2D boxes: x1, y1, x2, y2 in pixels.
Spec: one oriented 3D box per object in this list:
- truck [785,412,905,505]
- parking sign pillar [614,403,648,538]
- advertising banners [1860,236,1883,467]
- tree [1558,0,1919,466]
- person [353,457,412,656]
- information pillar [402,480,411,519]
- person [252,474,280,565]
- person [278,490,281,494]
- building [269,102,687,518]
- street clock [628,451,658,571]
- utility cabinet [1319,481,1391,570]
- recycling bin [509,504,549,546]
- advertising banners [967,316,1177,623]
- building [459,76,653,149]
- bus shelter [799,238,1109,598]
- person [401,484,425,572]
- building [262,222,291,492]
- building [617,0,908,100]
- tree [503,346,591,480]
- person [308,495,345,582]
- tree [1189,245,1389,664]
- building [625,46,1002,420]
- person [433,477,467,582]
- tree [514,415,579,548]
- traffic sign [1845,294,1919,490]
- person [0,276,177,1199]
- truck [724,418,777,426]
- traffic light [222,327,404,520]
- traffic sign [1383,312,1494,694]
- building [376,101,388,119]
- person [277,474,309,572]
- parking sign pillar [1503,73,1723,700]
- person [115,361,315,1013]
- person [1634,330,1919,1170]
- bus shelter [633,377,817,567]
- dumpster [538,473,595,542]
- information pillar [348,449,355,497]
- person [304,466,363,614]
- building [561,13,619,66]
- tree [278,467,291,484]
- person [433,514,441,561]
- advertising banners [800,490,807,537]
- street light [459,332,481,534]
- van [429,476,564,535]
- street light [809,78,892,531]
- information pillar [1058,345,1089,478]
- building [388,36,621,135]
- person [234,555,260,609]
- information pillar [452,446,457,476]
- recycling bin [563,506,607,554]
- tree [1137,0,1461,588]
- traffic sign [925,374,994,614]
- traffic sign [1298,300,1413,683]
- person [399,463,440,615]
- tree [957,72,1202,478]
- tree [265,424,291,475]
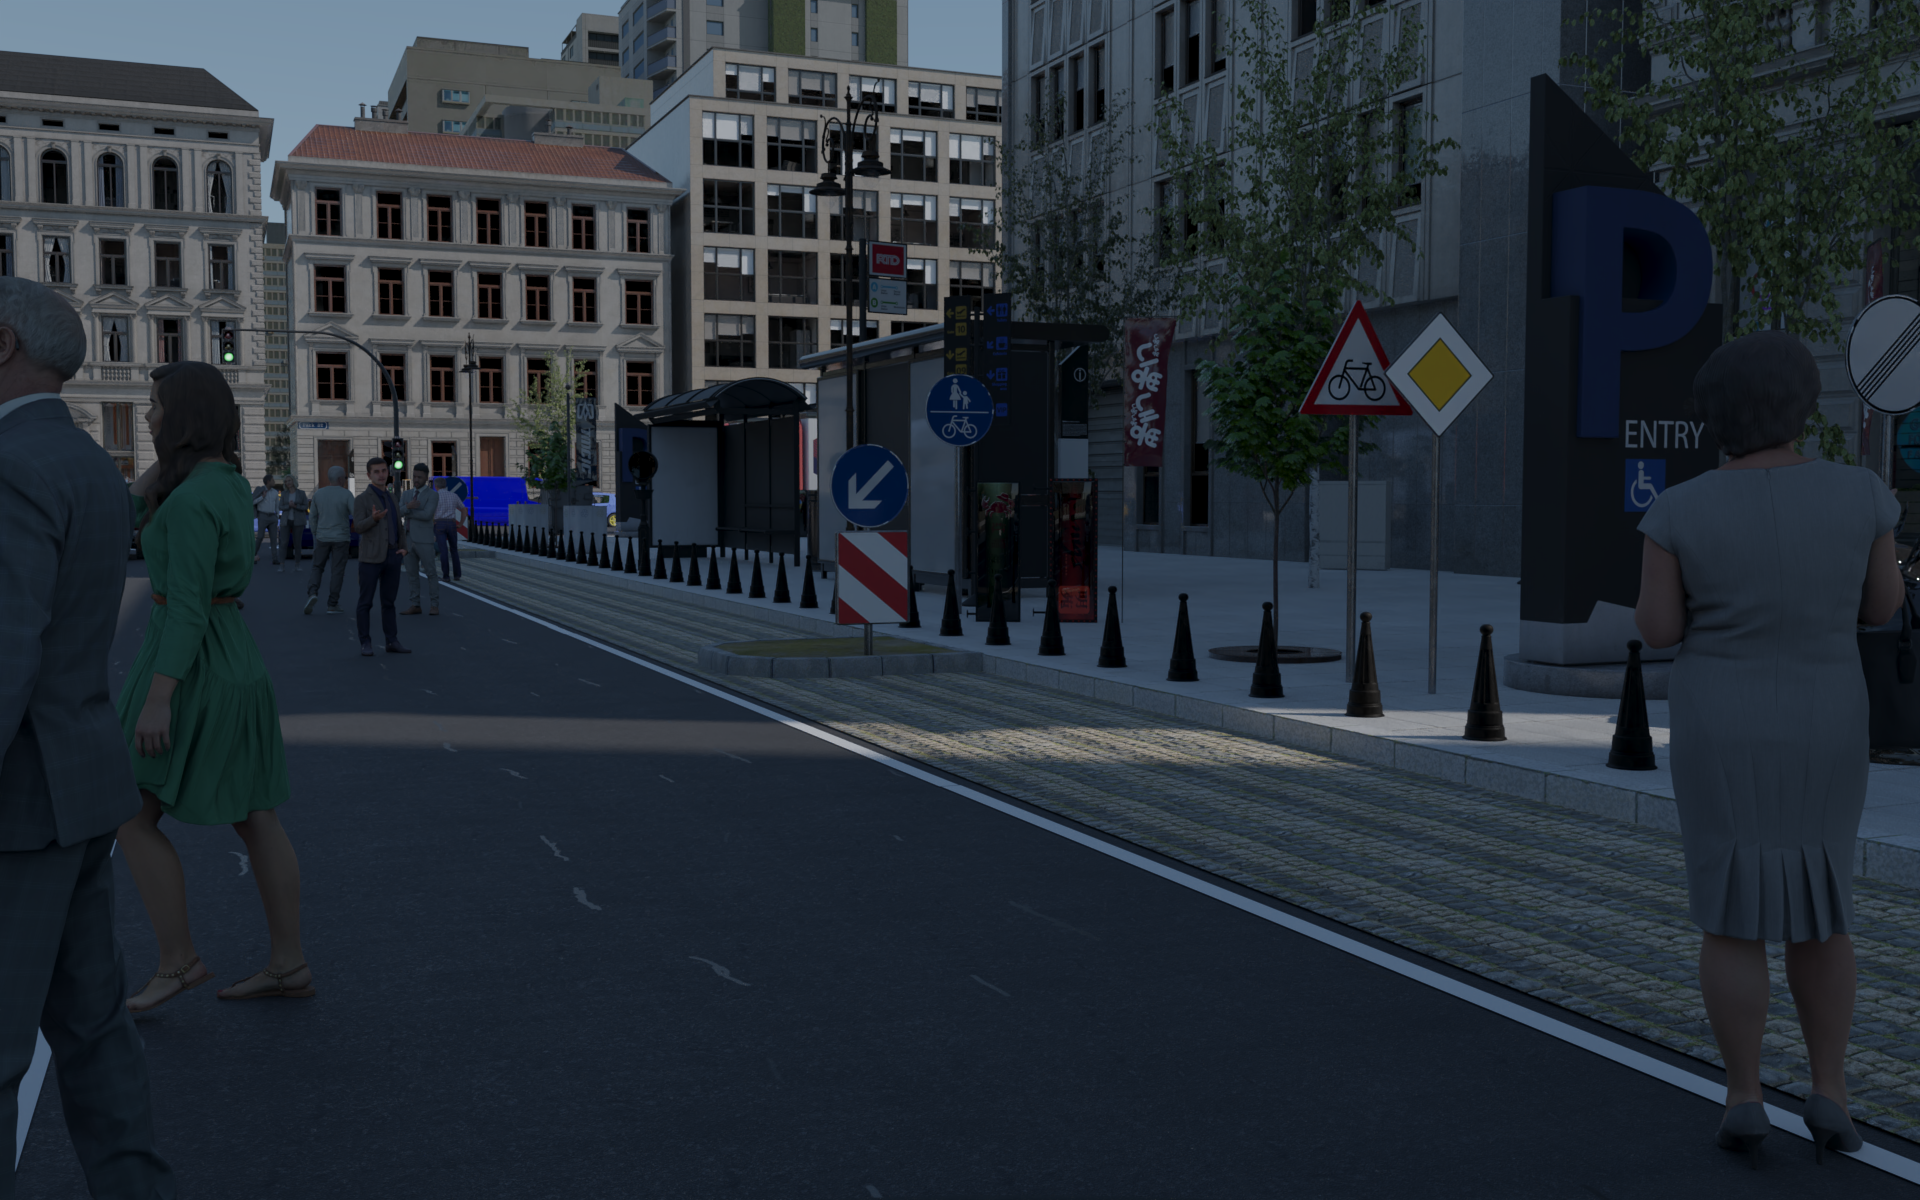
[{"bbox_3d":[-3.625,-4.412,61.054,11.283,4.237,2.839,-2,4,-24],"label":"truck"},{"bbox_3d":[-9.543,-3.847,51.376,1.447,3.967,1.447,-2,4,-31],"label":"parking sign pillar"},{"bbox_3d":[6.573,-1.017,12.818,0.090,3.025,2.074,1,4,19],"label":"advertising banners"},{"bbox_3d":[8.199,-4.116,17.659,4.737,8.622,4.395,0,3,0],"label":"tree"},{"bbox_3d":[-5.073,-0.389,15.389,0.750,1.759,0.617,3,5,43],"label":"person"},{"bbox_3d":[-27.980,-5.084,87.617,0.304,2.012,0.304,3,5,41],"label":"information pillar"},{"bbox_3d":[-14.165,-1.632,35.284,0.850,1.850,0.679,2,4,34],"label":"person"},{"bbox_3d":[-54.703,-7.951,139.207,1.217,1.735,0.721,0,4,-5],"label":"person"},{"bbox_3d":[-27.088,-15.968,97.240,21.152,22.565,11.583,-1,4,-23],"label":"building"},{"bbox_3d":[-5.305,-1.497,29.043,0.471,2.002,0.358,0,4,-1],"label":"street clock"},{"bbox_3d":[6.667,-1.261,29.295,1.173,1.500,0.318,2,4,30],"label":"utility cabinet"},{"bbox_3d":[-10.776,-1.878,43.264,0.722,1.027,0.722,3,5,41],"label":"recycling bin"},{"bbox_3d":[1.101,-1.285,17.194,2.074,3.025,0.090,0,4,7],"label":"advertising banners"},{"bbox_3d":[-33.997,-28.961,165.389,32.217,40.220,23.993,-1,4,-23],"label":"building"},{"bbox_3d":[-0.807,-2.901,25.064,2.179,5.291,8.768,-1,4,-23],"label":"bus shelter"},{"bbox_3d":[-10.027,-1.395,31.899,0.643,1.750,0.593,2,4,28],"label":"person"},{"bbox_3d":[-97.212,-34.203,251.092,23.993,40.220,32.217,-1,4,-23],"label":"building"},{"bbox_3d":[-22.023,-39.957,195.303,28.212,58.520,21.231,-1,4,-23],"label":"building"},{"bbox_3d":[-20.123,-8.283,85.781,4.737,8.622,4.395,0,3,0],"label":"tree"},{"bbox_3d":[-10.348,-1.019,28.395,0.776,1.435,0.726,0,4,3],"label":"person"},{"bbox_3d":[2.609,-1.156,13.506,1.663,3.219,1.824,0,3,0],"label":"tree"},{"bbox_3d":[-3.004,-18.769,111.395,34.151,26.468,19.350,-1,4,-23],"label":"building"},{"bbox_3d":[-8.459,-1.158,28.369,0.756,1.711,0.436,-2,4,-33],"label":"person"},{"bbox_3d":[-9.583,-2.865,41.440,1.663,3.219,1.824,0,3,0],"label":"tree"},{"bbox_3d":[5.957,-0.676,11.155,0.768,2.556,0.104,-1,4,-16],"label":"traffic sign"},{"bbox_3d":[-1.696,0.349,2.971,0.590,1.801,0.661,-1,4,-11],"label":"person"},{"bbox_3d":[-6.580,-4.660,65.104,11.283,4.237,2.839,-2,4,-24],"label":"truck"},{"bbox_3d":[-17.912,-4.501,48.263,4.771,5.953,1.251,-1,4,-23],"label":"traffic light"},{"bbox_3d":[3.033,-0.604,11.063,0.795,2.450,0.064,-1,4,-17],"label":"traffic sign"},{"bbox_3d":[-70.915,-43.632,255.386,28.212,58.520,21.231,-1,4,-23],"label":"building"},{"bbox_3d":[-12.336,-1.429,32.049,0.537,1.800,0.526,0,4,-6],"label":"person"},{"bbox_3d":[4.361,-1.401,11.383,1.447,3.967,1.447,-1,4,-23],"label":"parking sign pillar"},{"bbox_3d":[-2.084,0.242,4.786,0.529,1.795,0.600,-1,4,-20],"label":"person"},{"bbox_3d":[1.837,0.311,3.775,0.716,1.782,0.532,1,4,16],"label":"person"},{"bbox_3d":[-4.502,-2.360,32.505,2.014,3.302,5.546,-2,4,-23],"label":"bus shelter"},{"bbox_3d":[-10.426,-2.458,45.951,1.264,1.857,1.865,-1,4,-23],"label":"dumpster"},{"bbox_3d":[-31.384,-5.993,89.335,0.183,3.616,0.504,1,4,10],"label":"information pillar"},{"bbox_3d":[-7.427,-0.719,20.737,0.782,1.767,0.515,0,4,1],"label":"person"},{"bbox_3d":[-48.414,-50.532,264.450,20.611,71.187,20.563,-1,4,-23],"label":"building"},{"bbox_3d":[-67.848,-11.820,176.965,4.285,4.588,4.351,0,3,0],"label":"tree"},{"bbox_3d":[-11.267,-1.396,36.825,0.738,1.151,1.012,-3,5,-40],"label":"person"},{"bbox_3d":[-4.036,-3.371,51.301,2.074,3.025,0.090,0,4,-8],"label":"advertising banners"},{"bbox_3d":[-14.027,-4.702,49.671,0.468,5.910,1.993,-1,4,-23],"label":"street light"},{"bbox_3d":[-15.903,-3.435,60.548,5.245,2.365,2.240,-1,4,-23],"label":"van"},{"bbox_3d":[-1.261,-2.874,19.772,0.468,5.910,1.993,-1,4,-23],"label":"street light"},{"bbox_3d":[1.712,-2.119,26.008,0.504,3.616,0.183,-2,4,-26],"label":"information pillar"},{"bbox_3d":[-48.378,-34.287,184.294,21.300,48.544,21.600,-1,4,-23],"label":"building"},{"bbox_3d":[-9.085,-0.311,21.502,0.695,0.859,0.347,-3,5,-39],"label":"person"},{"bbox_3d":[-24.650,-5.697,84.505,0.183,3.616,0.504,-3,4,-36],"label":"information pillar"},{"bbox_3d":[-8.099,-1.523,37.453,0.722,1.027,0.722,-3,4,-37],"label":"recycling bin"},{"bbox_3d":[4.592,-4.467,23.392,4.737,8.622,4.395,0,3,0],"label":"tree"},{"bbox_3d":[-0.019,-1.122,18.456,0.768,2.556,0.104,-1,4,-19],"label":"traffic sign"},{"bbox_3d":[2.658,-0.717,11.722,0.884,2.594,0.081,-1,4,-20],"label":"traffic sign"},{"bbox_3d":[-6.433,-0.724,20.515,0.511,1.800,0.466,0,4,3],"label":"person"},{"bbox_3d":[2.114,-4.951,31.314,4.360,8.622,3.978,0,3,0],"label":"tree"},{"bbox_3d":[-75.475,-16.051,196.847,7.601,10.594,8.767,0,4,-3],"label":"tree"}]
